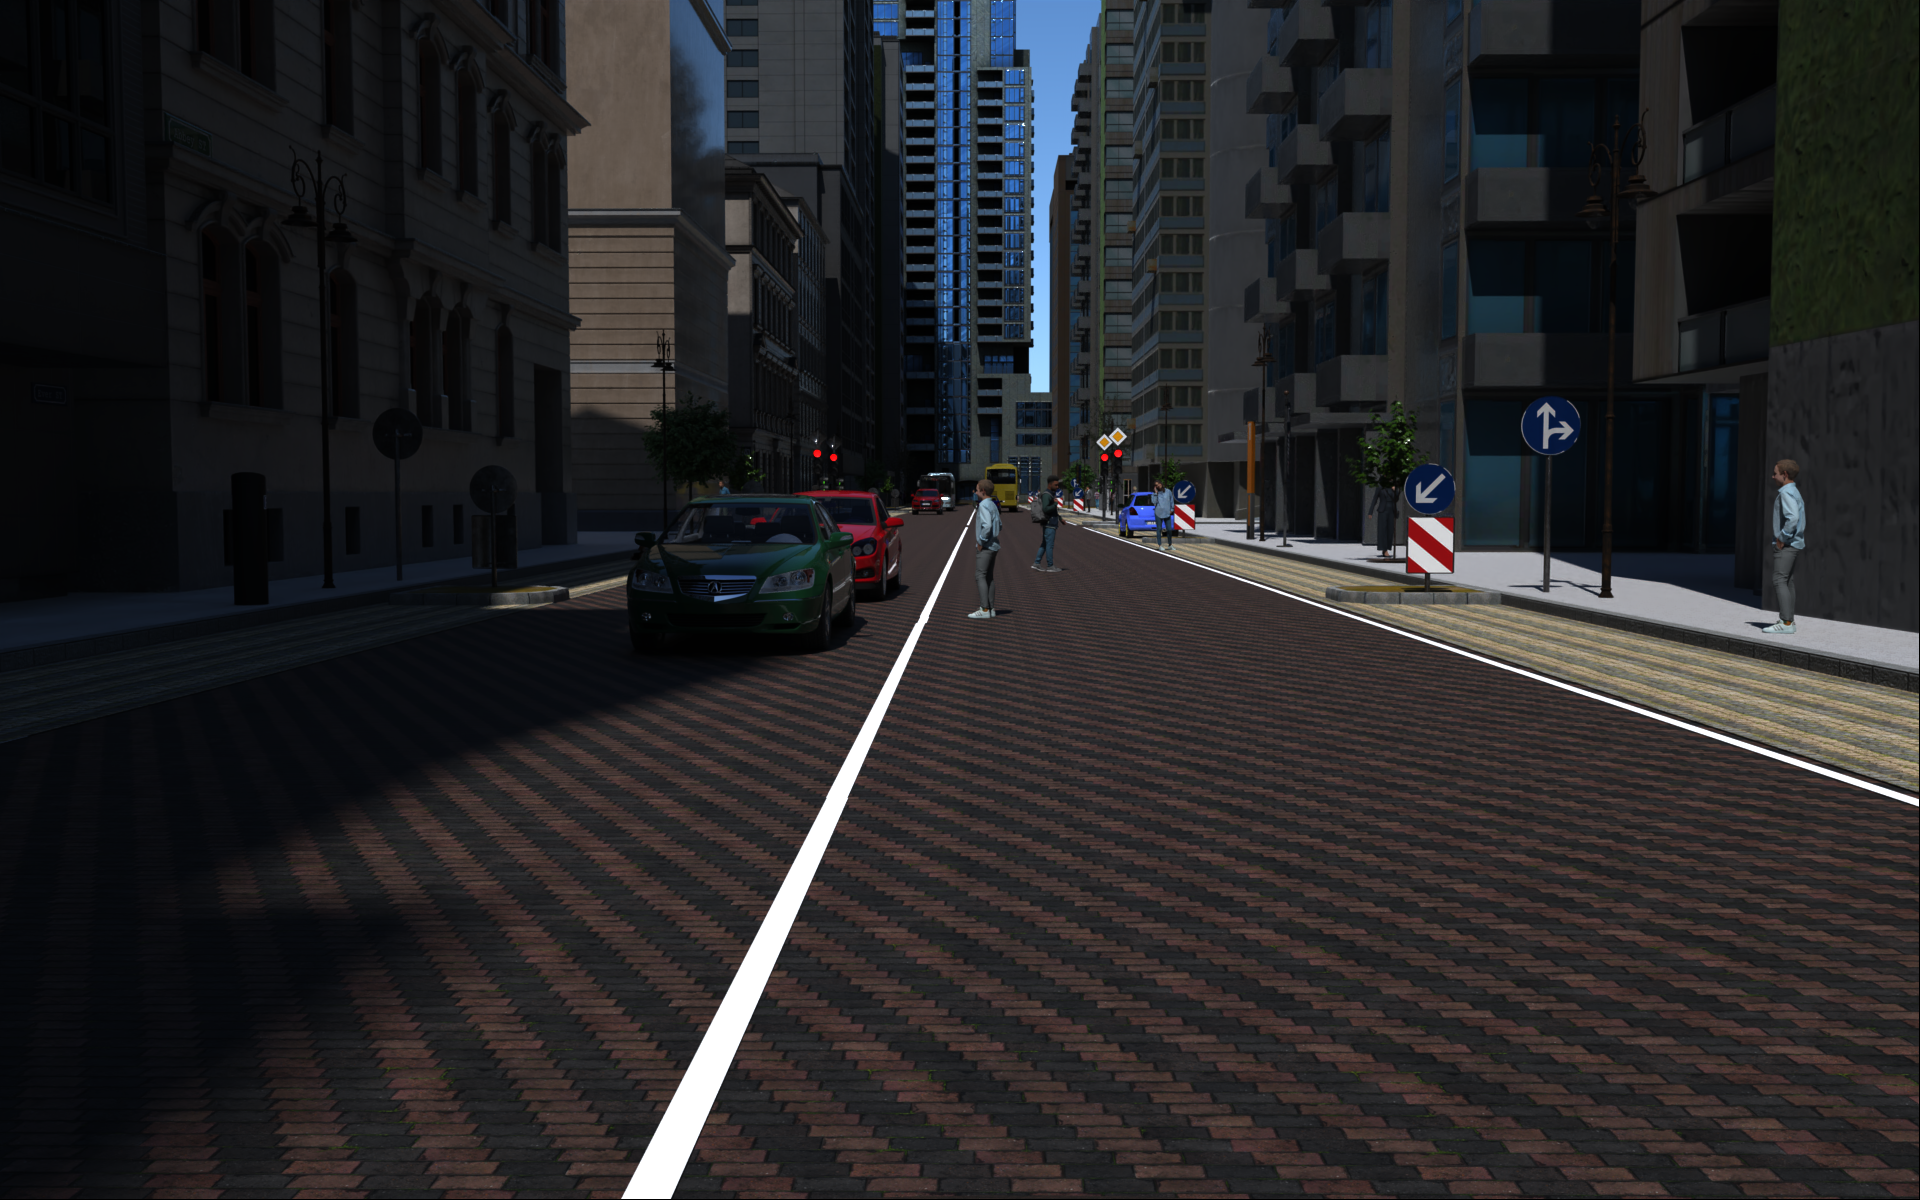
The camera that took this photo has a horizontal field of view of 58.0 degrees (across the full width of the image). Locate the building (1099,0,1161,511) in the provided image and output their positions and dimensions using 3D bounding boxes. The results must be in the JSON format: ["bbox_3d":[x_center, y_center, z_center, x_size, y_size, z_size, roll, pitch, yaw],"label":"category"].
[{"bbox_3d":[18.099,-27.810,138.291,14.154,41.232,14.086,0,4,1],"label":"building"}]

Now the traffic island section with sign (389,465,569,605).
[{"bbox_3d":[-6.321,-0.885,23.100,1.989,1.847,2.006,0,4,1],"label":"traffic island section with sign"}]

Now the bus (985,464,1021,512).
[{"bbox_3d":[3.434,-9.030,139.190,2.896,3.916,12.252,0,4,3],"label":"bus"}]

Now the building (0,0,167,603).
[{"bbox_3d":[-16.730,-13.192,9.204,14.314,27.812,24.014,0,4,1],"label":"building"}]

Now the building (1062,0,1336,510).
[{"bbox_3d":[22.799,-34.083,176.858,23.786,49.044,30.456,0,4,1],"label":"building"}]

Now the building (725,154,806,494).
[{"bbox_3d":[-14.328,-13.852,91.108,10.561,19.102,19.286,0,4,1],"label":"building"}]

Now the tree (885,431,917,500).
[{"bbox_3d":[-6.867,-15.416,202.412,4.360,8.622,3.978,0,3,0],"label":"tree"}]

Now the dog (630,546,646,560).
[{"bbox_3d":[-6.827,-1.042,37.236,0.550,0.427,0.748,0,4,-2],"label":"dog"}]

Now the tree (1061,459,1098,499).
[{"bbox_3d":[11.103,-10.752,159.506,4.285,4.588,4.351,0,3,0],"label":"tree"}]

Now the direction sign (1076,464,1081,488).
[{"bbox_3d":[9.070,-8.589,132.425,0.379,3.537,0.876,2,4,27],"label":"direction sign"}]

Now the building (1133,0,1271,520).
[{"bbox_3d":[22.155,-24.813,97.580,23.993,40.220,32.217,0,4,1],"label":"building"}]

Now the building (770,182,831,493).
[{"bbox_3d":[-13.887,-15.961,110.116,9.793,20.994,18.267,0,4,1],"label":"building"}]

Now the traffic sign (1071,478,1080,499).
[{"bbox_3d":[9.152,-8.392,137.313,0.768,2.556,0.104,0,4,2],"label":"traffic sign"}]

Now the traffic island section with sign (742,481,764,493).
[{"bbox_3d":[-5.975,-2.534,50.053,1.989,1.847,2.006,0,4,1],"label":"traffic island section with sign"}]

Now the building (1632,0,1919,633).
[{"bbox_3d":[15.911,-20.545,19.512,14.154,41.232,14.086,0,4,1],"label":"building"}]

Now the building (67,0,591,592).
[{"bbox_3d":[-16.254,-15.017,32.917,14.401,28.519,23.554,0,4,1],"label":"building"}]

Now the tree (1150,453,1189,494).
[{"bbox_3d":[9.879,-5.262,80.639,1.663,3.219,1.824,0,3,0],"label":"tree"}]

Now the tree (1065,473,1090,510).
[{"bbox_3d":[9.678,-9.052,142.600,1.663,3.219,1.824,0,3,0],"label":"tree"}]

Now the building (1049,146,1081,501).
[{"bbox_3d":[19.210,-35.056,223.270,14.600,45.320,14.200,0,4,1],"label":"building"}]

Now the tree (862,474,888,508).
[{"bbox_3d":[-7.765,-9.659,152.530,1.663,3.219,1.824,0,3,0],"label":"tree"}]

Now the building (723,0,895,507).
[{"bbox_3d":[-17.526,-45.770,186.594,20.563,71.187,20.611,0,4,1],"label":"building"}]

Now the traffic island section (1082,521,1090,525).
[{"bbox_3d":[6.745,-3.584,80.873,2.009,0.180,2.903,0,4,1],"label":"traffic island section"}]

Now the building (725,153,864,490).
[{"bbox_3d":[-15.155,-20.661,131.322,14.314,27.812,24.014,0,4,1],"label":"building"}]

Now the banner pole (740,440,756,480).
[{"bbox_3d":[-9.732,-5.510,80.107,0.863,3.779,0.401,-1,4,-8],"label":"banner pole"}]

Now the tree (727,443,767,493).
[{"bbox_3d":[-8.169,-4.367,66.009,1.663,3.219,1.824,0,3,0],"label":"tree"}]

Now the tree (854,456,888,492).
[{"bbox_3d":[-7.634,-10.075,148.438,4.285,4.588,4.351,0,3,0],"label":"tree"}]

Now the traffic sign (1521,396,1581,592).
[{"bbox_3d":[7.661,-1.373,22.550,0.768,2.556,0.104,0,4,1],"label":"traffic sign"}]

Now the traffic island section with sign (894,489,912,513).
[{"bbox_3d":[-4.894,-7.582,132.592,1.989,1.847,2.006,0,4,1],"label":"traffic island section with sign"}]

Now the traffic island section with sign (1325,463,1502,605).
[{"bbox_3d":[5.997,-0.894,23.244,1.989,1.847,2.006,0,4,1],"label":"traffic island section with sign"}]

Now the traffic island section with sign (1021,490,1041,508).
[{"bbox_3d":[8.441,-12.312,209.926,1.989,1.847,2.006,0,4,1],"label":"traffic island section with sign"}]

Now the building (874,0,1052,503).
[{"bbox_3d":[-2.480,-57.335,250.096,31.000,86.520,22.319,0,4,1],"label":"building"}]

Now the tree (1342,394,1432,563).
[{"bbox_3d":[8.285,-2.324,32.595,1.663,3.219,1.824,0,3,0],"label":"tree"}]

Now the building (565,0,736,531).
[{"bbox_3d":[-19.328,-17.089,65.306,20.117,28.700,13.634,0,4,1],"label":"building"}]

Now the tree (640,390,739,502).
[{"bbox_3d":[-8.495,-4.347,54.785,4.285,4.588,4.351,0,3,0],"label":"tree"}]

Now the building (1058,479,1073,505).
[{"bbox_3d":[28.020,-31.337,204.235,32.217,40.220,23.993,0,4,1],"label":"building"}]

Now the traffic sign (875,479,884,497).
[{"bbox_3d":[-6.748,-8.862,145.002,0.768,2.556,0.104,1,4,10],"label":"traffic sign"}]

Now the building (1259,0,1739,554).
[{"bbox_3d":[20.603,-26.289,49.429,23.786,49.044,30.456,0,4,1],"label":"building"}]

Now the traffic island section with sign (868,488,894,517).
[{"bbox_3d":[-5.249,-5.933,105.639,1.989,1.847,2.006,0,4,1],"label":"traffic island section with sign"}]

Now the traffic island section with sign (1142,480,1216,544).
[{"bbox_3d":[6.364,-2.572,50.676,1.989,1.847,2.006,0,4,1],"label":"traffic island section with sign"}]

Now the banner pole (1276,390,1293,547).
[{"bbox_3d":[7.867,-3.158,41.652,0.401,3.779,0.863,0,4,2],"label":"banner pole"}]

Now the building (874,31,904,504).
[{"bbox_3d":[-21.352,-41.458,219.840,28.212,58.520,21.231,0,4,1],"label":"building"}]

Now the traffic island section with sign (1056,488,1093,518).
[{"bbox_3d":[7.076,-5.937,105.702,1.989,1.847,2.006,0,4,1],"label":"traffic island section with sign"}]

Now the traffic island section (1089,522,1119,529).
[{"bbox_3d":[6.641,-3.095,72.889,2.009,0.180,2.903,0,4,1],"label":"traffic island section"}]

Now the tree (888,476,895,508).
[{"bbox_3d":[-7.038,-10.471,165.806,1.663,3.219,1.824,0,3,0],"label":"tree"}]

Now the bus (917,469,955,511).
[{"bbox_3d":[-1.867,-9.276,146.521,2.948,3.499,13.247,0,4,1],"label":"bus"}]

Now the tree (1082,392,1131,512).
[{"bbox_3d":[10.622,-10.473,121.598,4.360,8.622,3.978,0,3,0],"label":"tree"}]
